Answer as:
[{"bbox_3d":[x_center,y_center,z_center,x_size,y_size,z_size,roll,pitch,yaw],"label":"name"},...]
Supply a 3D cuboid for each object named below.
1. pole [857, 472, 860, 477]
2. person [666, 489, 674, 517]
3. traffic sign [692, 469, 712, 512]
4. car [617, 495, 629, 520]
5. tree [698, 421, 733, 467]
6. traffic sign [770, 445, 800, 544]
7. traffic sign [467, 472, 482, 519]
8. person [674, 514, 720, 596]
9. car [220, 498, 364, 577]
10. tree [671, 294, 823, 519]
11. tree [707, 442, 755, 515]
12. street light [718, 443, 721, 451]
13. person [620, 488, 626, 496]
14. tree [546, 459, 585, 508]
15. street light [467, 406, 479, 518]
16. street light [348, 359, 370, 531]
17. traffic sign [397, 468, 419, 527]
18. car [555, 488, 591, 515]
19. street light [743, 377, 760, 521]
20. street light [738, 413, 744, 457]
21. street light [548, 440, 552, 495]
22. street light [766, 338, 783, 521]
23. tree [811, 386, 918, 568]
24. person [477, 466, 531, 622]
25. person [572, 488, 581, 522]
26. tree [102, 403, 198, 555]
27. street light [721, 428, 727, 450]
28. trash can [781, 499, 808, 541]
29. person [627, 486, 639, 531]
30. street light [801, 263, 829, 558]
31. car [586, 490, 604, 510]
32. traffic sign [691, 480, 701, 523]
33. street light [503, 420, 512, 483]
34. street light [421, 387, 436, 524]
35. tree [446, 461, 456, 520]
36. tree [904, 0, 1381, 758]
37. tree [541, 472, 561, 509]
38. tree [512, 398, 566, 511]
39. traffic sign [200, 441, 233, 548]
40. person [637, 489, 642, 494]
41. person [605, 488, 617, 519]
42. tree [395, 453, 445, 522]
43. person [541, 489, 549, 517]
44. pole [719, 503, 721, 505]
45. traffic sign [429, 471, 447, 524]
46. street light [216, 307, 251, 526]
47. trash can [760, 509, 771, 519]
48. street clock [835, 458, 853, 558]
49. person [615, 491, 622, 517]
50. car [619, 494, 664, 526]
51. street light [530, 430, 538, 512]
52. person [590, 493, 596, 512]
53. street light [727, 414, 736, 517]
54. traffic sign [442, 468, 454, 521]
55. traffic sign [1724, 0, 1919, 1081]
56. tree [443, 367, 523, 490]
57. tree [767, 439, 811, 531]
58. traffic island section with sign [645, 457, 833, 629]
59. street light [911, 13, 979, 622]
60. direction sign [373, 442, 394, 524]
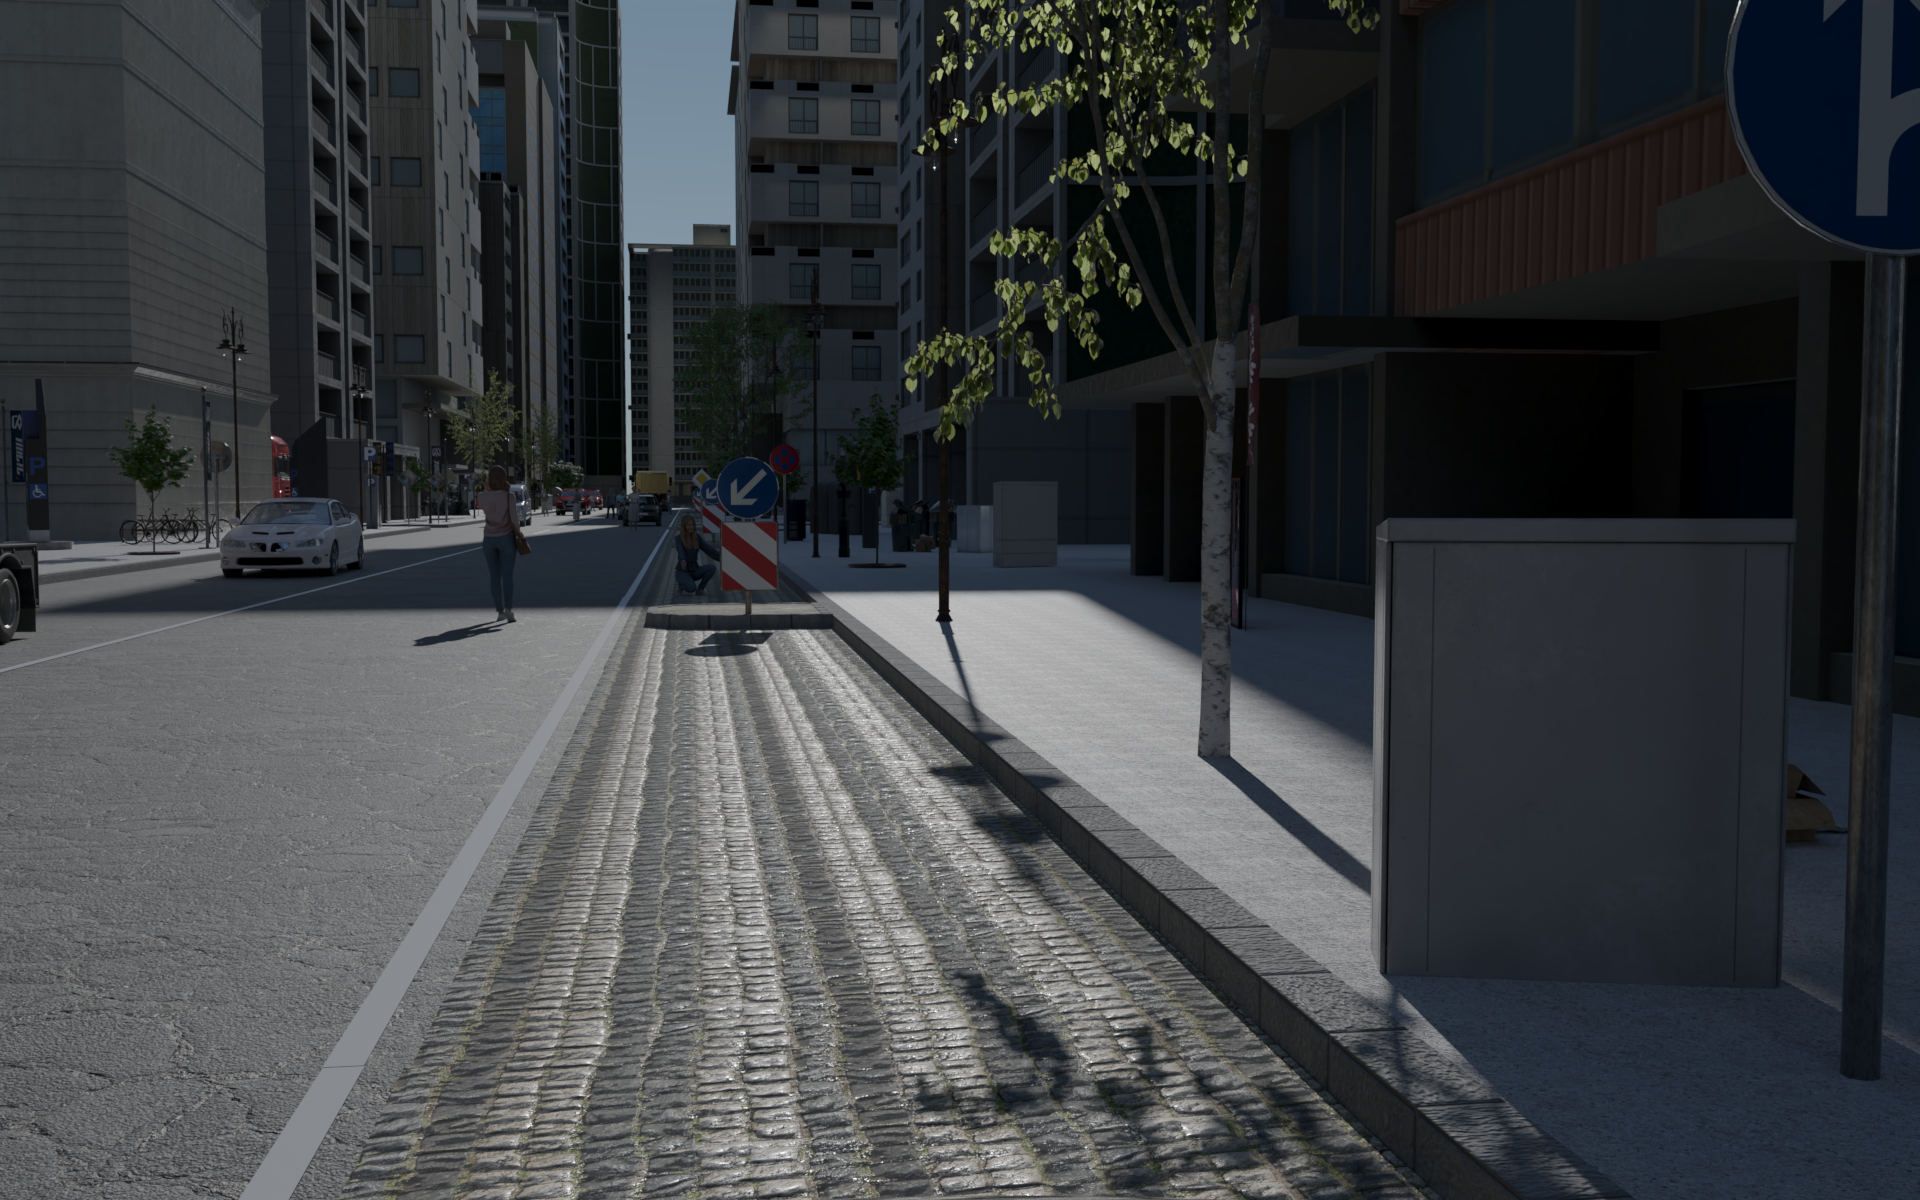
[{"bbox_3d":[-4.669,-5.254,79.751,0.158,3.312,0.155,0,3,0],"label":"pole"},{"bbox_3d":[-18.266,-6.107,109.186,0.563,1.720,0.643,2,4,31],"label":"person"},{"bbox_3d":[-10.205,-3.966,68.490,0.795,2.450,0.064,-1,4,-9],"label":"traffic sign"},{"bbox_3d":[-18.263,-5.208,97.146,2.014,1.417,4.499,-1,4,-8],"label":"car"},{"bbox_3d":[-22.964,-13.198,166.141,4.737,8.622,4.395,0,3,0],"label":"tree"},{"bbox_3d":[-4.522,-2.730,44.734,0.768,2.556,0.104,0,4,-8],"label":"traffic sign"},{"bbox_3d":[-25.030,-5.392,89.337,0.795,2.450,0.064,0,4,-4],"label":"traffic sign"},{"bbox_3d":[-3.638,-0.629,24.286,1.012,1.151,0.738,-3,4,-39],"label":"person"},{"bbox_3d":[-12.085,-1.174,31.555,2.083,1.381,4.827,-1,4,-10],"label":"car"},{"bbox_3d":[-11.080,-9.988,89.064,9.928,11.665,9.643,0,3,0],"label":"tree"},{"bbox_3d":[-14.256,-7.651,108.815,4.285,4.588,4.351,0,3,0],"label":"tree"},{"bbox_3d":[-18.156,-9.785,132.773,0.468,5.910,1.993,-1,4,-9],"label":"street light"},{"bbox_3d":[-21.836,-6.358,112.627,0.473,1.802,0.592,1,4,23],"label":"person"},{"bbox_3d":[-38.743,-11.484,171.481,4.285,4.588,4.351,0,3,0],"label":"tree"},{"bbox_3d":[-25.699,-7.261,91.505,0.468,5.910,1.993,-1,4,-9],"label":"street light"},{"bbox_3d":[-20.666,-5.314,59.666,0.468,5.910,1.993,-1,4,-9],"label":"street light"},{"bbox_3d":[-21.269,-3.862,66.789,0.795,2.450,0.064,-1,4,-9],"label":"traffic sign"},{"bbox_3d":[-26.264,-6.670,117.735,2.281,1.827,5.304,0,4,-7],"label":"car"},{"bbox_3d":[-8.162,-5.848,68.404,0.468,5.910,1.993,-1,4,-9],"label":"street light"},{"bbox_3d":[-10.139,-6.642,81.378,0.468,5.910,1.993,-1,4,-9],"label":"street light"},{"bbox_3d":[-33.565,-10.353,142.058,0.468,5.910,1.993,-1,4,-9],"label":"street light"},{"bbox_3d":[-5.490,-4.806,51.359,0.468,5.910,1.993,-1,4,-9],"label":"street light"},{"bbox_3d":[-1.367,-2.190,30.405,1.663,3.219,1.824,0,3,0],"label":"tree"},{"bbox_3d":[-5.159,-0.637,19.508,0.593,1.750,0.643,0,4,3],"label":"person"},{"bbox_3d":[-19.837,-4.926,89.589,0.362,1.759,0.519,2,4,31],"label":"person"},{"bbox_3d":[-16.999,-2.577,36.739,1.663,3.219,1.824,0,3,0],"label":"tree"},{"bbox_3d":[-15.547,-8.739,115.664,0.468,5.910,1.993,-1,4,-9],"label":"street light"},{"bbox_3d":[-4.517,-2.185,47.382,0.748,1.137,0.748,0,3,0],"label":"trash can"},{"bbox_3d":[-12.777,-3.593,67.816,0.480,1.755,0.524,-1,4,-23],"label":"person"},{"bbox_3d":[-2.915,-3.797,34.868,0.468,5.910,1.993,-1,4,-9],"label":"street light"},{"bbox_3d":[-33.222,-9.003,155.879,2.281,1.827,5.304,-1,4,-10],"label":"car"},{"bbox_3d":[-11.438,-4.449,76.380,0.795,2.450,0.064,-1,4,-9],"label":"traffic sign"},{"bbox_3d":[-28.198,-8.274,108.068,0.468,5.910,1.993,-1,4,-9],"label":"street light"},{"bbox_3d":[-22.919,-6.239,74.788,0.468,5.910,1.993,-1,4,-9],"label":"street light"},{"bbox_3d":[-25.736,-5.582,85.875,1.663,3.219,1.824,0,3,0],"label":"tree"},{"bbox_3d":[1.086,-3.550,8.402,4.360,8.622,3.978,0,3,0],"label":"tree"},{"bbox_3d":[-35.802,-9.555,150.826,1.663,3.219,1.824,0,3,0],"label":"tree"},{"bbox_3d":[-32.115,-11.155,132.746,4.737,8.622,4.395,0,3,0],"label":"tree"},{"bbox_3d":[-17.794,-2.529,41.462,0.768,2.556,0.104,0,4,-1],"label":"traffic sign"},{"bbox_3d":[-24.642,-7.618,133.169,0.853,1.813,0.709,-3,5,-40],"label":"person"},{"bbox_3d":[-20.225,-5.587,100.253,0.661,1.777,0.834,-3,4,-39],"label":"person"},{"bbox_3d":[-25.388,-5.290,81.089,1.663,3.219,1.824,0,3,0],"label":"tree"},{"bbox_3d":[-26.446,-6.189,110.236,0.519,1.759,0.362,0,4,7],"label":"person"},{"bbox_3d":[-18.770,-8.647,135.220,0.158,3.312,0.155,0,3,0],"label":"pole"},{"bbox_3d":[-22.502,-4.345,74.679,0.795,2.450,0.064,-1,4,-9],"label":"traffic sign"},{"bbox_3d":[-17.923,-4.286,42.863,0.468,5.910,1.993,-1,4,-9],"label":"street light"},{"bbox_3d":[-10.178,-4.823,90.513,0.748,1.137,0.748,0,3,0],"label":"trash can"},{"bbox_3d":[-2.346,-1.864,35.048,0.358,2.002,0.471,1,4,14],"label":"street clock"},{"bbox_3d":[-21.165,-5.951,107.607,0.589,1.601,0.330,-3,4,-37],"label":"person"},{"bbox_3d":[-14.345,-4.178,78.104,2.009,1.686,4.222,-1,4,-10],"label":"car"},{"bbox_3d":[-30.818,-9.328,125.295,0.468,5.910,1.993,-1,4,-9],"label":"street light"},{"bbox_3d":[-30.148,-8.015,142.137,0.523,1.515,0.503,1,4,14],"label":"person"},{"bbox_3d":[-12.873,-7.709,98.823,0.468,5.910,1.993,-1,4,-9],"label":"street light"},{"bbox_3d":[-24.771,-5.102,83.530,0.768,2.556,0.104,0,4,-4],"label":"traffic sign"},{"bbox_3d":[1.989,-0.223,3.747,0.768,2.556,0.104,0,4,-2],"label":"traffic sign"},{"bbox_3d":[-27.317,-9.112,99.337,4.360,8.622,3.978,0,3,0],"label":"tree"},{"bbox_3d":[-5.908,-4.043,60.700,1.663,3.219,1.824,0,3,0],"label":"tree"},{"bbox_3d":[-2.478,-0.647,19.205,1.989,1.847,2.006,-1,4,-9],"label":"traffic island section with sign"},{"bbox_3d":[-0.161,-2.722,17.297,0.468,5.910,1.993,-1,4,-9],"label":"street light"},{"bbox_3d":[-25.103,-5.107,75.499,0.876,3.537,0.379,-1,4,-9],"label":"direction sign"}]
